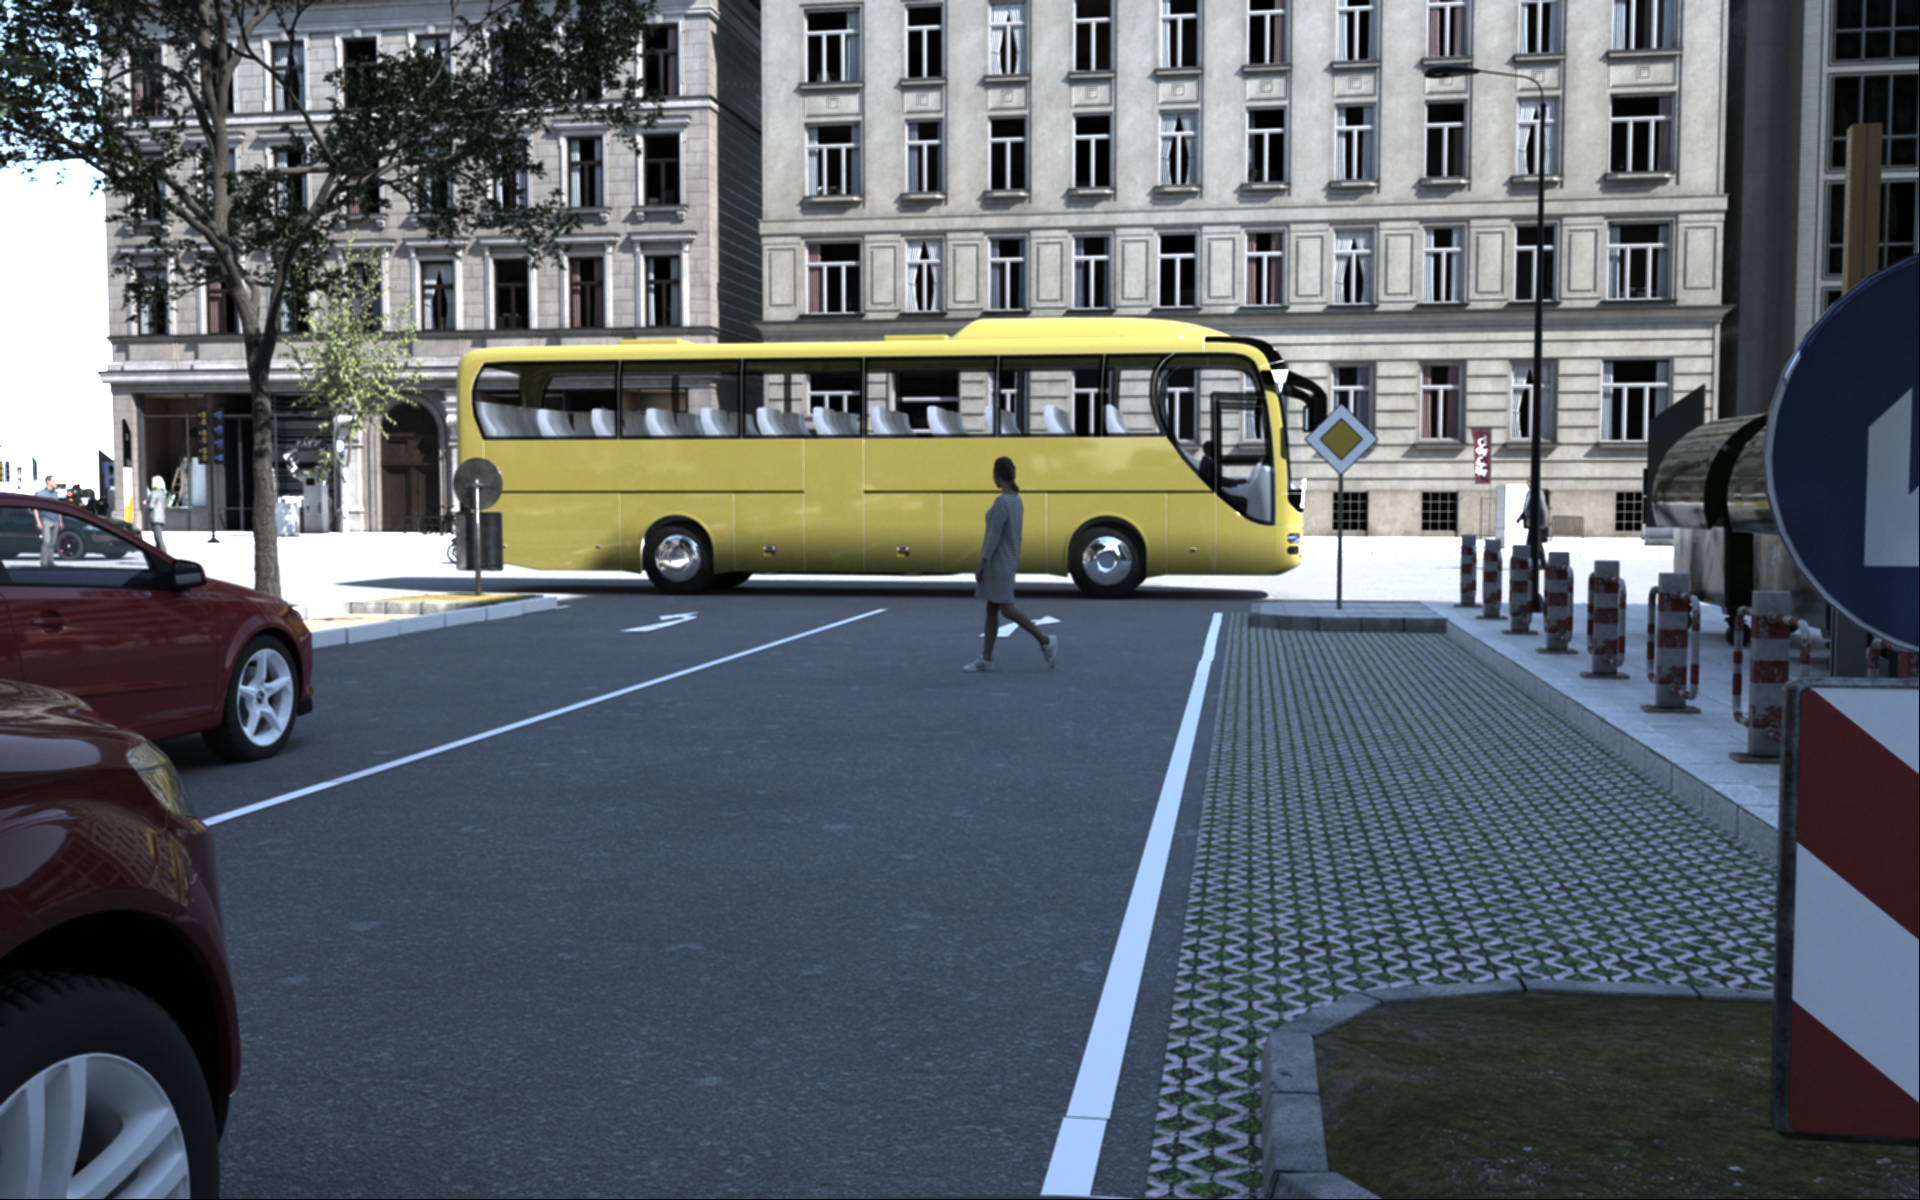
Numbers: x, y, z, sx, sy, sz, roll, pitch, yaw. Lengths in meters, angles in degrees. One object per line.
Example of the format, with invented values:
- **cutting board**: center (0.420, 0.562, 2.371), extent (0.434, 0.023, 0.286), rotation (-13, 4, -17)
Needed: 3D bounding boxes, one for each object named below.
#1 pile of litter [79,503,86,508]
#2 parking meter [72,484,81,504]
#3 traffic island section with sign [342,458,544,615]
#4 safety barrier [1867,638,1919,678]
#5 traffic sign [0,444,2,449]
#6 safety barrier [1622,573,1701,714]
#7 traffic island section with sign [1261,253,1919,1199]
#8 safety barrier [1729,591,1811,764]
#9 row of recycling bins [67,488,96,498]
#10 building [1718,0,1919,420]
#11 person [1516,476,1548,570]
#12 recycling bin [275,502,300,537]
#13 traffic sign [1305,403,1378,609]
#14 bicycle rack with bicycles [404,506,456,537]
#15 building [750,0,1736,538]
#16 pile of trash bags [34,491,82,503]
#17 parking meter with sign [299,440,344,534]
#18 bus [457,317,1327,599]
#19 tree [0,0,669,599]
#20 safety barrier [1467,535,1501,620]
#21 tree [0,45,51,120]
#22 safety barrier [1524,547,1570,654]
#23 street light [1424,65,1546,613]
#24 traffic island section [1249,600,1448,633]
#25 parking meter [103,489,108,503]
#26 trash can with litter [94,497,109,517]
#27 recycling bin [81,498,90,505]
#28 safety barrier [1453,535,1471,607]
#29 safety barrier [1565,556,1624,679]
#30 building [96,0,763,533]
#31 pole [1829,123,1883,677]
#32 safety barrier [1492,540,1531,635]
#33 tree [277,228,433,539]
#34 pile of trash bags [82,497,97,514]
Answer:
- **pile of litter**: center (-42.712, -4.263, 83.660), extent (1.176, 0.858, 1.719), rotation (-3, 5, -40)
- **parking meter**: center (-49.104, -5.539, 96.269), extent (0.399, 1.863, 0.255), rotation (0, 4, 4)
- **traffic island section with sign**: center (-6.188, -0.804, 21.283), extent (2.006, 1.907, 1.989), rotation (1, 4, 9)
- **safety barrier**: center (3.559, 0.482, 6.398), extent (0.300, 0.817, 1.120), rotation (1, 4, 9)
- **traffic sign**: center (-12.539, -1.125, 22.040), extent (0.795, 2.450, 0.064), rotation (1, 4, 9)
- **safety barrier**: center (4.192, 0.250, 10.195), extent (0.300, 0.817, 1.120), rotation (1, 4, 9)
- **traffic island section with sign**: center (1.630, 0.314, 3.501), extent (1.989, 1.847, 2.006), rotation (1, 4, 9)
- **safety barrier**: center (3.875, 0.366, 8.296), extent (0.300, 0.817, 1.120), rotation (1, 4, 9)
- **row of recycling bins**: center (-60.594, -6.815, 118.532), extent (3.534, 1.692, 1.069), rotation (1, 4, 22)
- **building**: center (38.663, -14.360, 53.861), extent (30.058, 24.678, 14.314), rotation (1, 4, 9)
- **person**: center (10.730, -1.450, 32.599), extent (0.834, 1.777, 0.661), rotation (-1, 4, -19)
- **recycling bin**: center (-20.429, -2.435, 52.365), extent (0.722, 1.027, 0.722), rotation (-1, 4, -8)
- **traffic sign**: center (4.221, -0.954, 19.233), extent (0.795, 2.450, 0.064), rotation (1, 4, 9)
- **bicycle rack with bicycles**: center (-15.849, -2.454, 53.506), extent (2.925, 0.926, 2.852), rotation (3, 4, 36)
- **building**: center (9.016, -13.797, 58.860), extent (30.059, 22.955, 16.112), rotation (1, 4, 9)
- **pile of trash bags**: center (-28.047, -2.634, 52.824), extent (1.912, 1.369, 3.447), rotation (-2, 4, -30)
- **parking meter with sign**: center (-20.800, -3.648, 55.901), extent (1.738, 3.016, 0.543), rotation (0, 4, 7)
- **bus**: center (-1.010, -2.052, 25.095), extent (12.252, 3.916, 2.896), rotation (1, 4, 9)
- **tree**: center (-6.600, -4.885, 16.745), extent (8.767, 10.594, 7.601), rotation (1, 4, 9)
- **safety barrier**: center (5.457, -0.213, 17.759), extent (0.300, 0.817, 1.120), rotation (1, 4, 9)
- **tree**: center (-8.140, -6.046, 7.964), extent (9.857, 13.997, 8.962), rotation (0, 3, 0)
- **safety barrier**: center (4.825, 0.018, 13.976), extent (0.300, 0.817, 1.120), rotation (1, 4, 9)
- **street light**: center (5.728, -2.832, 18.842), extent (1.470, 5.913, 1.316), rotation (1, 4, 9)
- **traffic island section**: center (4.245, 0.182, 19.306), extent (2.009, 0.180, 2.903), rotation (1, 4, 9)
- **parking meter**: center (-45.624, -5.156, 92.716), extent (0.372, 1.533, 0.369), rotation (0, 3, 0)
- **trash can with litter**: center (-39.069, -4.095, 78.347), extent (1.055, 1.170, 0.624), rotation (1, 4, 10)
- **recycling bin**: center (-56.120, -6.046, 111.401), extent (0.722, 1.027, 0.722), rotation (0, 4, 4)
- **safety barrier**: center (5.769, -0.329, 19.654), extent (0.300, 0.817, 1.120), rotation (1, 4, 9)
- **safety barrier**: center (4.506, 0.134, 12.086), extent (0.300, 0.817, 1.120), rotation (1, 4, 9)
- **building**: center (-26.696, -12.924, 62.216), extent (40.483, 20.767, 10.553), rotation (1, 4, 9)
- **pole**: center (5.001, -0.968, 9.677), extent (0.158, 3.312, 0.155), rotation (0, 3, 0)
- **safety barrier**: center (5.138, -0.097, 15.869), extent (0.300, 0.817, 1.120), rotation (1, 4, 9)
- **tree**: center (-17.318, -6.033, 48.997), extent (4.737, 8.622, 4.395), rotation (0, 3, 0)
- **pile of trash bags**: center (-53.840, -5.887, 106.012), extent (1.912, 1.369, 3.447), rotation (0, 4, -6)
